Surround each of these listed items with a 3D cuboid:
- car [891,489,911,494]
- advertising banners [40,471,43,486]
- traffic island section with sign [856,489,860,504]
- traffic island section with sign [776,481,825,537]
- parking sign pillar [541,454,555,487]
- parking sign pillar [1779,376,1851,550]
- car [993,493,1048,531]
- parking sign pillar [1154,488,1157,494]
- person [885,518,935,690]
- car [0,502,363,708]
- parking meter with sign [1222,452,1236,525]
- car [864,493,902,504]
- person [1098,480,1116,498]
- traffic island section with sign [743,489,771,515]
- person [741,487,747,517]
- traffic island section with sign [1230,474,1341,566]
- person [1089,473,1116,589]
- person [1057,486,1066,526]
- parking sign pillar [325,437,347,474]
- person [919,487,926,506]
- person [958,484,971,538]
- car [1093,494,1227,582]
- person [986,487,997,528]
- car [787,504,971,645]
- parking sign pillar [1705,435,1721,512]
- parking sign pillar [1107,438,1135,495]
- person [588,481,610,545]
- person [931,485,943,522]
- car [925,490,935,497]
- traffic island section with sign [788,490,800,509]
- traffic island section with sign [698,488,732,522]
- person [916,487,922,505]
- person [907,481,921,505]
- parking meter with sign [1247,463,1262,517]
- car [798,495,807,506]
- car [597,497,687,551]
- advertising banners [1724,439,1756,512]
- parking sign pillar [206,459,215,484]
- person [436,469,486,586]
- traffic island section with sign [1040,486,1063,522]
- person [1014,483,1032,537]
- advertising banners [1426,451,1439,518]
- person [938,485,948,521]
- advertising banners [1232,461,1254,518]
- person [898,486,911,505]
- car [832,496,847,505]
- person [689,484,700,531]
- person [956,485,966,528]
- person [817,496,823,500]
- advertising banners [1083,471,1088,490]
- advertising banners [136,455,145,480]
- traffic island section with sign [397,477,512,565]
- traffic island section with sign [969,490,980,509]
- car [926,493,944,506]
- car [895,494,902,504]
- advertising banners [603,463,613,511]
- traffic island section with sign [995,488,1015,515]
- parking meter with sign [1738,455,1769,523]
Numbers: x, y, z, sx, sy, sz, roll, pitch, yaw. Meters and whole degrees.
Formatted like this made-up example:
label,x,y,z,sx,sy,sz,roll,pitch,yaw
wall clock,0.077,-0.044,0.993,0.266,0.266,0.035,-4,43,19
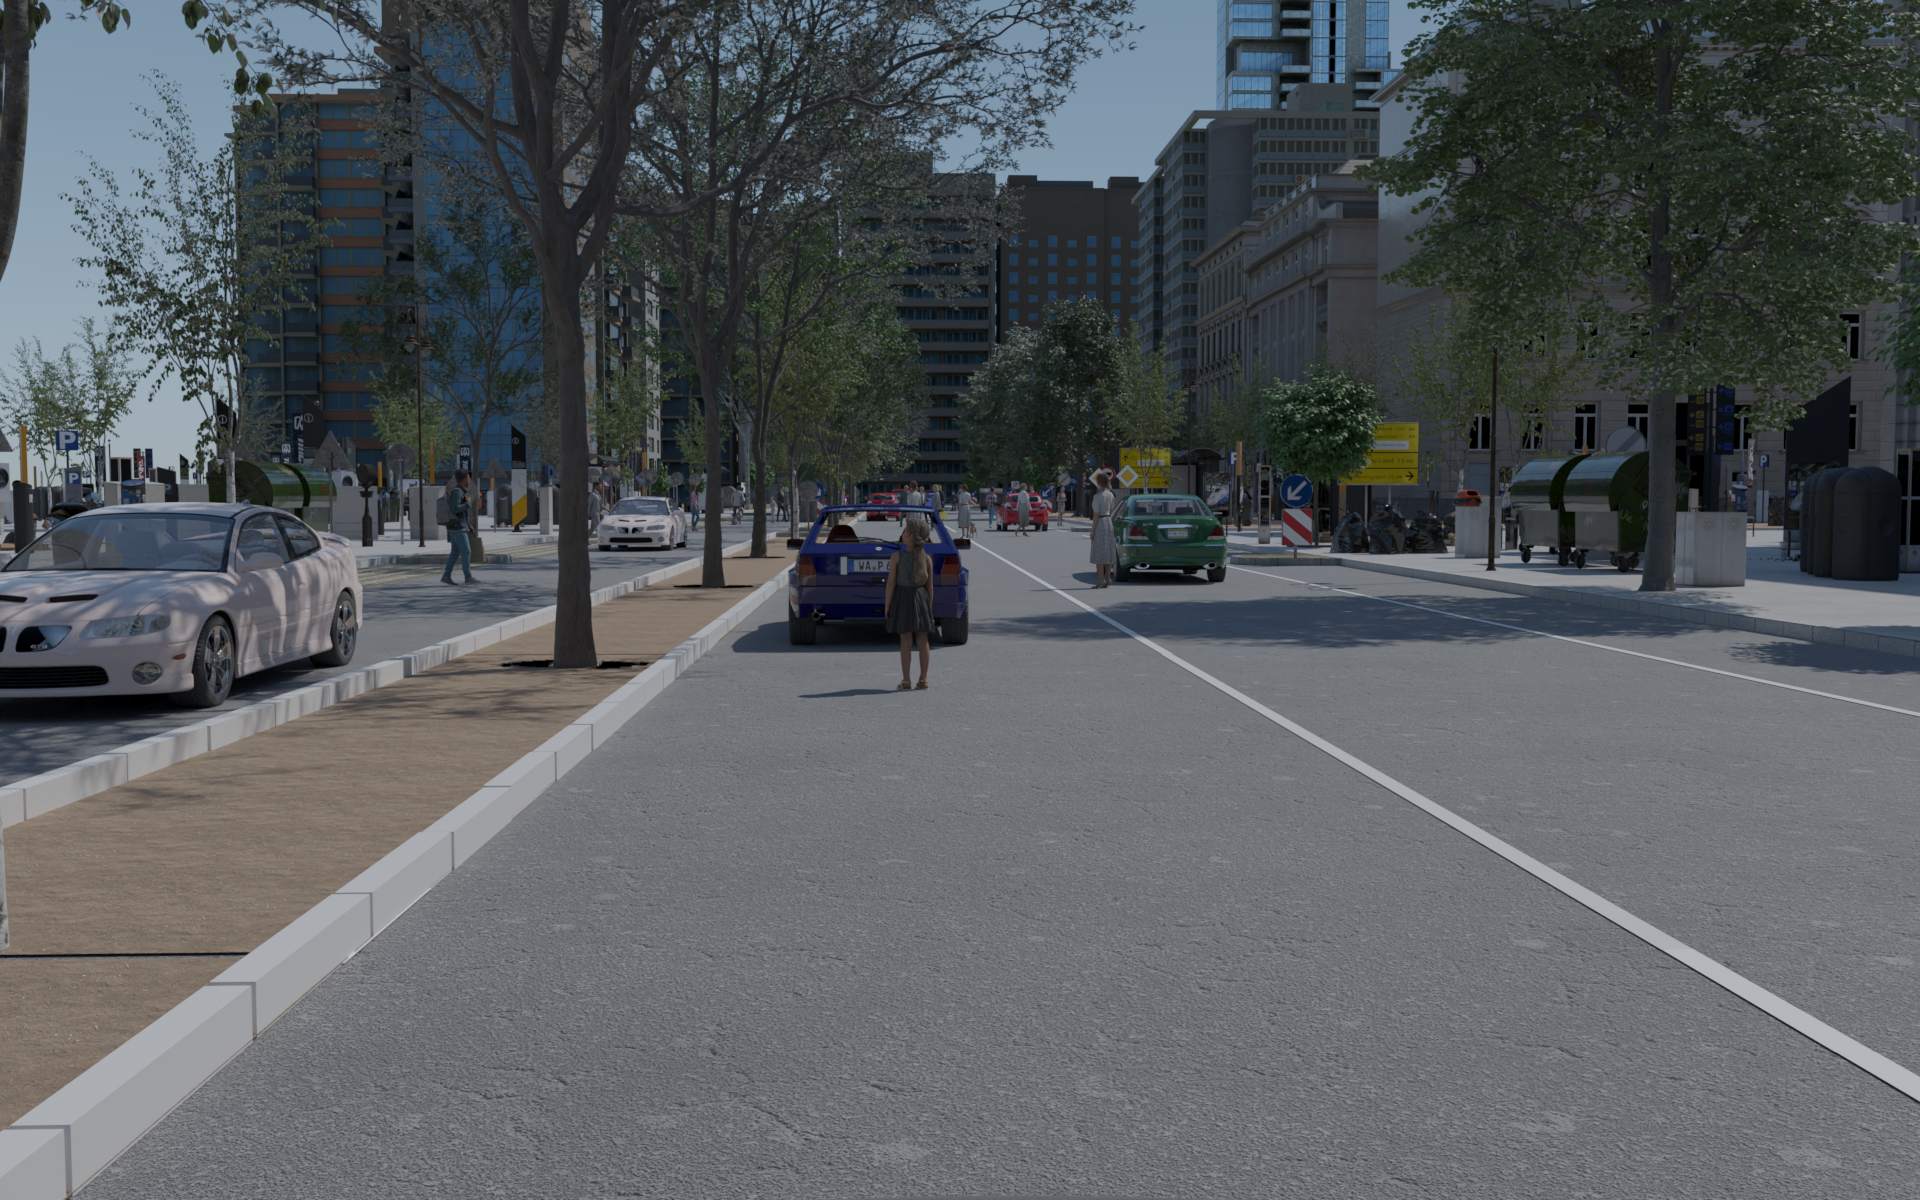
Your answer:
label,x,y,z,sx,sy,sz,roll,pitch,yaw
car,-4.501,-7.650,133.758,2.281,1.827,5.304,0,4,0
advertising banners,-70.089,-8.294,131.786,0.090,3.025,2.074,-3,5,-43
traffic island section with sign,-8.484,-8.109,140.721,2.006,1.907,1.989,0,4,-2
traffic island section with sign,-5.137,-3.065,58.243,2.006,1.907,1.989,0,4,-2
parking sign pillar,-27.708,-7.835,116.567,1.447,3.967,1.447,1,4,9
parking sign pillar,19.686,-3.140,39.811,1.447,3.967,1.447,2,4,24
car,2.406,-3.597,67.859,2.155,1.783,4.494,0,4,-3
parking sign pillar,15.436,-9.180,138.566,1.447,3.967,1.447,1,4,19
person,-0.372,0.028,12.708,0.362,1.253,0.373,-1,4,-16
car,-5.978,-0.044,13.080,2.083,1.381,4.827,0,4,-3
parking meter with sign,10.987,-4.626,71.894,0.543,3.016,1.738,-1,4,-20
car,-4.056,-5.090,92.265,2.155,1.783,4.494,0,4,-1
person,4.694,-2.921,55.622,0.648,1.900,0.474,-3,5,-41
traffic island section with sign,-13.727,-6.673,117.724,1.989,1.847,2.006,0,4,-2
person,-13.325,-5.953,105.606,0.659,1.850,0.755,0,4,-2
traffic island section with sign,6.605,-1.641,35.453,1.989,1.847,2.006,0,4,-2
person,2.114,-1.058,26.371,0.524,1.755,0.480,3,5,42
person,4.526,-4.170,77.015,0.599,1.781,0.374,-3,5,-44
parking sign pillar,-29.682,-5.712,81.863,1.447,3.967,1.447,0,4,5
person,-1.737,-4.408,80.971,0.834,1.777,0.661,3,5,42
person,0.124,-2.874,56.055,0.480,1.755,0.524,-2,4,-34
car,3.397,-1.095,29.701,2.131,1.459,4.920,0,4,-1
person,1.321,-3.901,73.121,0.563,1.720,0.643,3,5,44
car,-0.835,-0.321,17.834,1.945,1.354,3.894,0,4,-3
parking sign pillar,34.605,-5.576,79.641,1.447,3.967,1.447,1,4,15
parking sign pillar,7.814,-5.850,84.119,1.447,3.967,1.447,2,4,30
person,-10.110,-2.402,48.054,0.850,1.792,0.678,1,4,9
person,-0.914,-3.578,67.177,0.728,1.800,0.709,0,4,2
car,-2.677,-9.830,169.386,2.281,1.827,5.304,0,4,-1
traffic island section with sign,-15.756,-9.732,167.740,1.989,1.847,2.006,0,4,-2
traffic island section with sign,-12.626,-5.012,90.571,1.989,1.847,2.006,0,4,-2
person,-1.790,-3.813,71.242,0.661,1.777,0.834,-3,4,-36
person,-1.183,-2.043,42.465,0.524,1.755,0.480,3,5,44
parking meter with sign,16.160,-6.211,97.813,0.543,3.016,1.738,-3,5,-41
car,-16.413,-10.144,178.434,1.945,1.354,3.894,0,4,-3
car,-8.237,-2.009,45.208,2.083,1.381,4.827,0,4,-2
advertising banners,24.515,-3.562,54.427,2.074,3.025,0.090,-3,5,-42
parking sign pillar,-42.357,-6.758,98.965,1.447,3.967,1.447,-3,5,-44
person,-7.731,-1.124,26.865,0.713,1.824,0.794,0,4,1
traffic island section with sign,4.348,-5.038,90.998,1.989,1.847,2.006,0,4,-2
person,2.091,-3.029,58.246,0.641,1.798,0.478,-1,4,-23
advertising banners,19.071,-4.512,69.958,0.090,3.025,2.074,0,4,2
person,-0.843,-3.747,69.988,0.699,1.804,1.509,0,4,-1
advertising banners,14.507,-5.813,91.232,2.074,3.025,0.090,-1,4,-13
person,-2.389,-4.071,75.239,0.661,1.801,0.590,-1,4,-15
car,-14.010,-11.658,202.966,2.083,1.381,4.827,0,4,-4
person,-10.224,-3.559,66.704,0.388,1.821,0.555,-2,4,-31
person,0.094,-3.903,72.493,0.473,1.802,0.592,2,4,33
person,-10.844,-7.777,135.429,0.755,1.850,0.659,-2,4,-24
advertising banners,9.545,-7.733,122.622,2.074,3.025,0.090,0,4,4
advertising banners,-37.044,-5.100,79.569,0.090,3.025,2.074,1,4,17
traffic island section with sign,-10.408,-1.668,35.894,1.989,1.847,2.006,0,4,-2
traffic island section with sign,1.208,-9.753,168.090,1.989,1.847,2.006,0,4,-2
car,-2.294,-8.812,153.660,1.945,1.707,3.694,0,4,-3
car,-4.029,-5.686,104.758,2.131,1.459,4.920,0,4,-4
advertising banners,-20.236,-6.167,97.025,0.090,3.025,2.074,1,4,21
traffic island section with sign,3.242,-6.691,118.018,1.989,1.847,2.006,0,4,-2
parking meter with sign,34.771,-4.908,76.512,1.738,3.016,0.543,-1,4,-12
